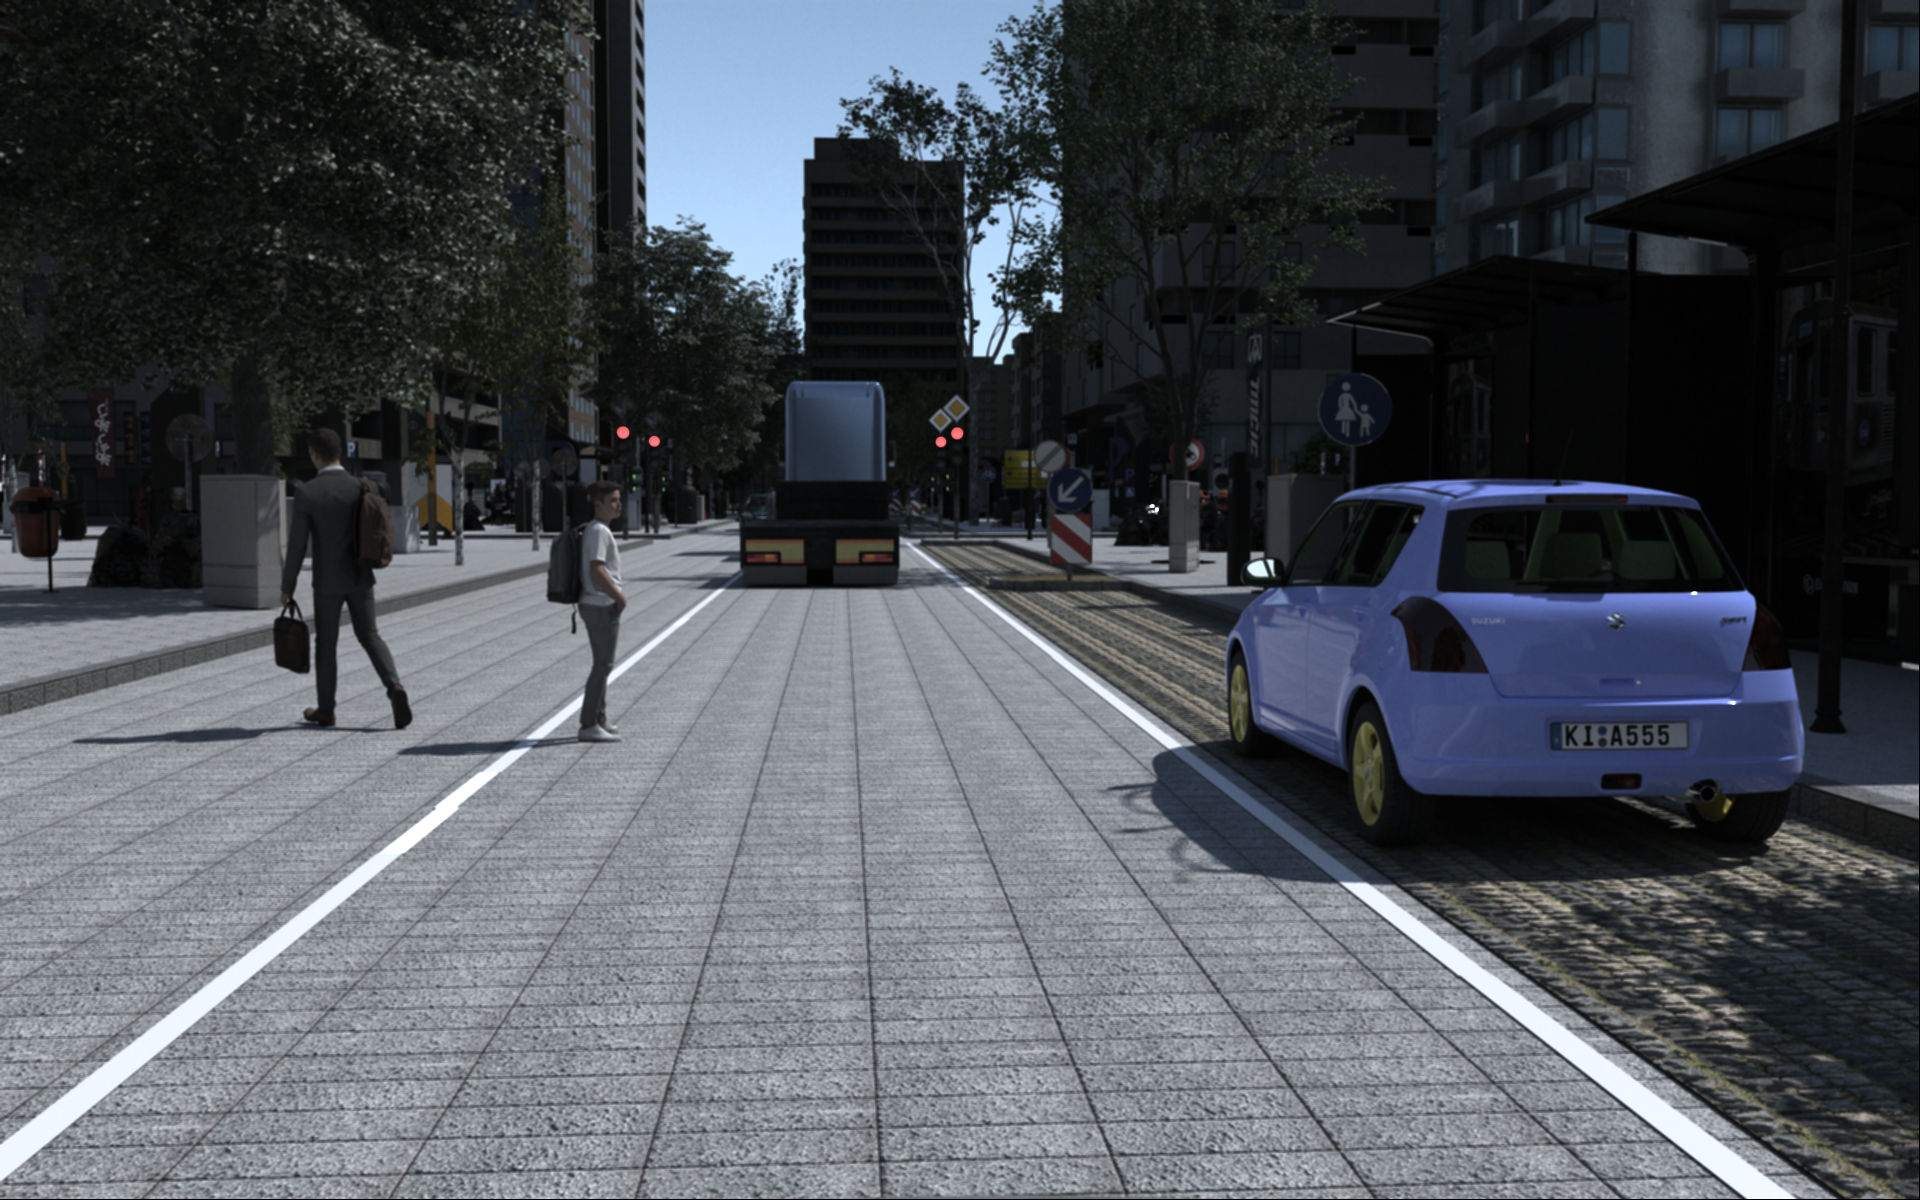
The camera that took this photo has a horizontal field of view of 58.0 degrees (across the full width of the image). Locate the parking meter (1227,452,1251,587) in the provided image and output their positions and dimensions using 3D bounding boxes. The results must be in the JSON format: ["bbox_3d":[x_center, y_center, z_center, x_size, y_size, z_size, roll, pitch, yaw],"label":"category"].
[{"bbox_3d":[3.895,-1.129,24.169,0.255,1.863,0.399,0,4,-5],"label":"parking meter"}]

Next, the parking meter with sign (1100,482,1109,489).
[{"bbox_3d":[9.642,-7.243,114.679,1.738,3.016,0.543,1,4,10],"label":"parking meter with sign"}]

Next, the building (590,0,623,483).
[{"bbox_3d":[-41.048,-43.724,153.135,20.563,71.187,20.611,0,4,-4],"label":"building"}]

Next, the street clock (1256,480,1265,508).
[{"bbox_3d":[15.753,-5.275,90.813,0.471,2.002,0.358,3,5,45],"label":"street clock"}]

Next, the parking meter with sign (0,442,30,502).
[{"bbox_3d":[-31.901,-3.817,58.662,0.543,3.016,1.738,1,4,19],"label":"parking meter with sign"}]

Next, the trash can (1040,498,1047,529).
[{"bbox_3d":[3.314,-3.201,63.988,0.748,1.137,0.748,0,3,0],"label":"trash can"}]

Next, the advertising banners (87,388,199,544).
[{"bbox_3d":[-13.396,-1.969,28.388,2.074,3.025,0.090,1,4,15],"label":"advertising banners"}]

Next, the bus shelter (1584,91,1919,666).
[{"bbox_3d":[6.346,-1.253,11.768,1.731,3.624,6.357,0,4,-4],"label":"bus shelter"}]

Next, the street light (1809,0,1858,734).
[{"bbox_3d":[4.689,-2.226,9.179,0.468,5.910,1.993,0,4,-4],"label":"street light"}]

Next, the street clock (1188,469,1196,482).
[{"bbox_3d":[5.140,-2.089,38.732,0.358,2.002,0.471,0,4,1],"label":"street clock"}]

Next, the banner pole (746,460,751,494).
[{"bbox_3d":[-16.317,-8.529,129.471,0.863,3.779,0.401,-3,4,-38],"label":"banner pole"}]

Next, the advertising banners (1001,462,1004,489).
[{"bbox_3d":[2.927,-6.057,95.213,2.074,3.025,0.090,-3,5,-44],"label":"advertising banners"}]

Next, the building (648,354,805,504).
[{"bbox_3d":[-36.033,-24.217,240.994,28.899,21.520,27.650,0,4,-4],"label":"building"}]

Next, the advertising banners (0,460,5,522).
[{"bbox_3d":[-49.079,-5.726,89.808,0.090,3.025,2.074,0,4,5],"label":"advertising banners"}]

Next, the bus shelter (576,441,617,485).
[{"bbox_3d":[-14.709,-4.550,68.319,2.014,3.302,5.546,0,4,-4],"label":"bus shelter"}]

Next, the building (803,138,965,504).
[{"bbox_3d":[-10.644,-37.631,238.974,21.600,48.544,21.300,0,4,-4],"label":"building"}]

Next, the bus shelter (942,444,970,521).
[{"bbox_3d":[-0.200,-5.681,84.162,1.731,3.624,6.357,0,4,-4],"label":"bus shelter"}]

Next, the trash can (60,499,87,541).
[{"bbox_3d":[-24.532,-2.215,47.875,0.748,1.137,0.748,0,3,0],"label":"trash can"}]

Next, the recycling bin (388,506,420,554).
[{"bbox_3d":[-12.130,-1.517,37.359,0.722,1.027,0.722,0,4,8],"label":"recycling bin"}]

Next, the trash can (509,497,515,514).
[{"bbox_3d":[-20.503,-4.187,80.106,0.748,1.137,0.748,0,3,0],"label":"trash can"}]

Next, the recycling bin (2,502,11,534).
[{"bbox_3d":[-30.364,-2.653,55.930,0.722,1.027,0.722,0,4,7],"label":"recycling bin"}]

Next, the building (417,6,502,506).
[{"bbox_3d":[-41.897,-29.651,108.488,21.300,48.544,21.600,0,4,-4],"label":"building"}]

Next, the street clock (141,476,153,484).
[{"bbox_3d":[-31.981,-3.894,68.239,0.471,2.002,0.358,1,4,9],"label":"street clock"}]

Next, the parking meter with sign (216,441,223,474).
[{"bbox_3d":[-24.892,-3.667,56.219,1.738,3.016,0.543,-3,4,-39],"label":"parking meter with sign"}]

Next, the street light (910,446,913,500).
[{"bbox_3d":[-3.712,-9.710,131.545,0.468,5.910,1.993,0,4,-4],"label":"street light"}]

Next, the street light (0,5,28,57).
[{"bbox_3d":[-7.395,-2.444,12.741,0.468,5.910,1.993,0,4,-4],"label":"street light"}]

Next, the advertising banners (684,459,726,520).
[{"bbox_3d":[-12.840,-5.562,87.122,2.074,3.025,0.090,0,4,1],"label":"advertising banners"}]

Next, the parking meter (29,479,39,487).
[{"bbox_3d":[-36.568,-3.831,68.356,0.399,1.863,0.255,0,4,0],"label":"parking meter"}]

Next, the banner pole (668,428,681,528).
[{"bbox_3d":[-10.872,-4.620,65.561,0.401,3.779,0.863,1,4,18],"label":"banner pole"}]

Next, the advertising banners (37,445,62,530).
[{"bbox_3d":[-32.319,-3.992,61.462,0.090,3.025,2.074,0,4,-8],"label":"advertising banners"}]

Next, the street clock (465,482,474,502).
[{"bbox_3d":[-29.485,-6.095,104.219,0.471,2.002,0.358,-3,4,-37],"label":"street clock"}]

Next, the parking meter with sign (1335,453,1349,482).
[{"bbox_3d":[16.894,-4.742,73.798,1.738,3.016,0.543,-1,4,-11],"label":"parking meter with sign"}]

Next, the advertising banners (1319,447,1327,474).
[{"bbox_3d":[13.966,-4.198,64.817,0.090,3.025,2.074,3,5,44],"label":"advertising banners"}]

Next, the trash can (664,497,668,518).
[{"bbox_3d":[-15.548,-4.979,93.065,0.748,1.137,0.748,0,3,0],"label":"trash can"}]

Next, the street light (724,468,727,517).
[{"bbox_3d":[-13.048,-7.541,96.076,0.468,5.910,1.993,0,4,-4],"label":"street light"}]

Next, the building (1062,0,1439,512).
[{"bbox_3d":[23.916,-34.413,151.895,28.713,52.752,27.495,0,4,-4],"label":"building"}]

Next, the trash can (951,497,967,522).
[{"bbox_3d":[-0.066,-4.678,88.146,0.748,1.137,0.748,0,3,0],"label":"trash can"}]

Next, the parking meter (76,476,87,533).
[{"bbox_3d":[-28.705,-3.112,56.586,0.255,1.863,0.399,-2,4,-28],"label":"parking meter"}]

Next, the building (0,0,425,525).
[{"bbox_3d":[-32.509,-18.623,76.180,14.160,30.474,14.107,0,4,-4],"label":"building"}]

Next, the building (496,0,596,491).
[{"bbox_3d":[-36.870,-29.730,136.193,14.600,45.320,14.200,0,4,-4],"label":"building"}]

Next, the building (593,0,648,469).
[{"bbox_3d":[-47.176,-39.009,179.803,28.212,58.520,21.231,0,4,-4],"label":"building"}]

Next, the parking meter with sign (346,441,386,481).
[{"bbox_3d":[-19.608,-3.778,58.036,0.543,3.016,1.738,3,4,37],"label":"parking meter with sign"}]

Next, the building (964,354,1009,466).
[{"bbox_3d":[14.308,-24.464,245.027,28.899,21.520,27.650,0,4,-4],"label":"building"}]

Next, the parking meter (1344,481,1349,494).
[{"bbox_3d":[6.409,-1.263,29.056,0.372,1.533,0.369,0,3,0],"label":"parking meter"}]

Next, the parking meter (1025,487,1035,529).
[{"bbox_3d":[2.539,-3.341,63.042,0.372,1.533,0.369,0,3,0],"label":"parking meter"}]

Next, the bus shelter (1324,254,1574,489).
[{"bbox_3d":[5.907,-1.765,20.144,1.731,3.624,6.357,0,4,-4],"label":"bus shelter"}]

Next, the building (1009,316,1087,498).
[{"bbox_3d":[20.587,-20.542,180.894,27.650,21.520,28.899,0,4,-4],"label":"building"}]

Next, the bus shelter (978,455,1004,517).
[{"bbox_3d":[1.197,-6.084,93.405,2.014,3.302,5.546,0,4,-4],"label":"bus shelter"}]

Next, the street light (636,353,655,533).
[{"bbox_3d":[-10.315,-5.146,56.924,0.468,5.910,1.993,0,4,-4],"label":"street light"}]

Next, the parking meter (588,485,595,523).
[{"bbox_3d":[-9.115,-2.135,43.313,0.372,1.533,0.369,0,3,0],"label":"parking meter"}]

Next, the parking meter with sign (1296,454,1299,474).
[{"bbox_3d":[15.657,-4.885,76.133,1.738,3.016,0.543,1,4,15],"label":"parking meter with sign"}]

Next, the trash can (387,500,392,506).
[{"bbox_3d":[-13.383,-1.711,39.633,0.748,1.137,0.748,0,3,0],"label":"trash can"}]

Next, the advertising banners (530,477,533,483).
[{"bbox_3d":[-30.018,-7.850,124.531,0.090,3.025,2.074,3,4,36],"label":"advertising banners"}]

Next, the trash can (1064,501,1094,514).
[{"bbox_3d":[2.628,-1.642,38.498,0.748,1.137,0.748,0,3,0],"label":"trash can"}]

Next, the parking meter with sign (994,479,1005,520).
[{"bbox_3d":[2.551,-5.514,86.417,1.738,3.016,0.543,1,4,19],"label":"parking meter with sign"}]

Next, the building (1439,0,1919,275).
[{"bbox_3d":[38.455,-28.265,81.749,30.456,49.044,23.786,0,4,-4],"label":"building"}]

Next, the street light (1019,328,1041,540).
[{"bbox_3d":[1.953,-4.618,48.295,0.468,5.910,1.993,0,4,-4],"label":"street light"}]

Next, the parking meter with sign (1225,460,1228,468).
[{"bbox_3d":[13.597,-5.670,88.963,0.543,3.016,1.738,-1,4,-12],"label":"parking meter with sign"}]

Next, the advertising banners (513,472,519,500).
[{"bbox_3d":[-32.398,-7.793,123.605,2.074,3.025,0.090,0,4,3],"label":"advertising banners"}]
